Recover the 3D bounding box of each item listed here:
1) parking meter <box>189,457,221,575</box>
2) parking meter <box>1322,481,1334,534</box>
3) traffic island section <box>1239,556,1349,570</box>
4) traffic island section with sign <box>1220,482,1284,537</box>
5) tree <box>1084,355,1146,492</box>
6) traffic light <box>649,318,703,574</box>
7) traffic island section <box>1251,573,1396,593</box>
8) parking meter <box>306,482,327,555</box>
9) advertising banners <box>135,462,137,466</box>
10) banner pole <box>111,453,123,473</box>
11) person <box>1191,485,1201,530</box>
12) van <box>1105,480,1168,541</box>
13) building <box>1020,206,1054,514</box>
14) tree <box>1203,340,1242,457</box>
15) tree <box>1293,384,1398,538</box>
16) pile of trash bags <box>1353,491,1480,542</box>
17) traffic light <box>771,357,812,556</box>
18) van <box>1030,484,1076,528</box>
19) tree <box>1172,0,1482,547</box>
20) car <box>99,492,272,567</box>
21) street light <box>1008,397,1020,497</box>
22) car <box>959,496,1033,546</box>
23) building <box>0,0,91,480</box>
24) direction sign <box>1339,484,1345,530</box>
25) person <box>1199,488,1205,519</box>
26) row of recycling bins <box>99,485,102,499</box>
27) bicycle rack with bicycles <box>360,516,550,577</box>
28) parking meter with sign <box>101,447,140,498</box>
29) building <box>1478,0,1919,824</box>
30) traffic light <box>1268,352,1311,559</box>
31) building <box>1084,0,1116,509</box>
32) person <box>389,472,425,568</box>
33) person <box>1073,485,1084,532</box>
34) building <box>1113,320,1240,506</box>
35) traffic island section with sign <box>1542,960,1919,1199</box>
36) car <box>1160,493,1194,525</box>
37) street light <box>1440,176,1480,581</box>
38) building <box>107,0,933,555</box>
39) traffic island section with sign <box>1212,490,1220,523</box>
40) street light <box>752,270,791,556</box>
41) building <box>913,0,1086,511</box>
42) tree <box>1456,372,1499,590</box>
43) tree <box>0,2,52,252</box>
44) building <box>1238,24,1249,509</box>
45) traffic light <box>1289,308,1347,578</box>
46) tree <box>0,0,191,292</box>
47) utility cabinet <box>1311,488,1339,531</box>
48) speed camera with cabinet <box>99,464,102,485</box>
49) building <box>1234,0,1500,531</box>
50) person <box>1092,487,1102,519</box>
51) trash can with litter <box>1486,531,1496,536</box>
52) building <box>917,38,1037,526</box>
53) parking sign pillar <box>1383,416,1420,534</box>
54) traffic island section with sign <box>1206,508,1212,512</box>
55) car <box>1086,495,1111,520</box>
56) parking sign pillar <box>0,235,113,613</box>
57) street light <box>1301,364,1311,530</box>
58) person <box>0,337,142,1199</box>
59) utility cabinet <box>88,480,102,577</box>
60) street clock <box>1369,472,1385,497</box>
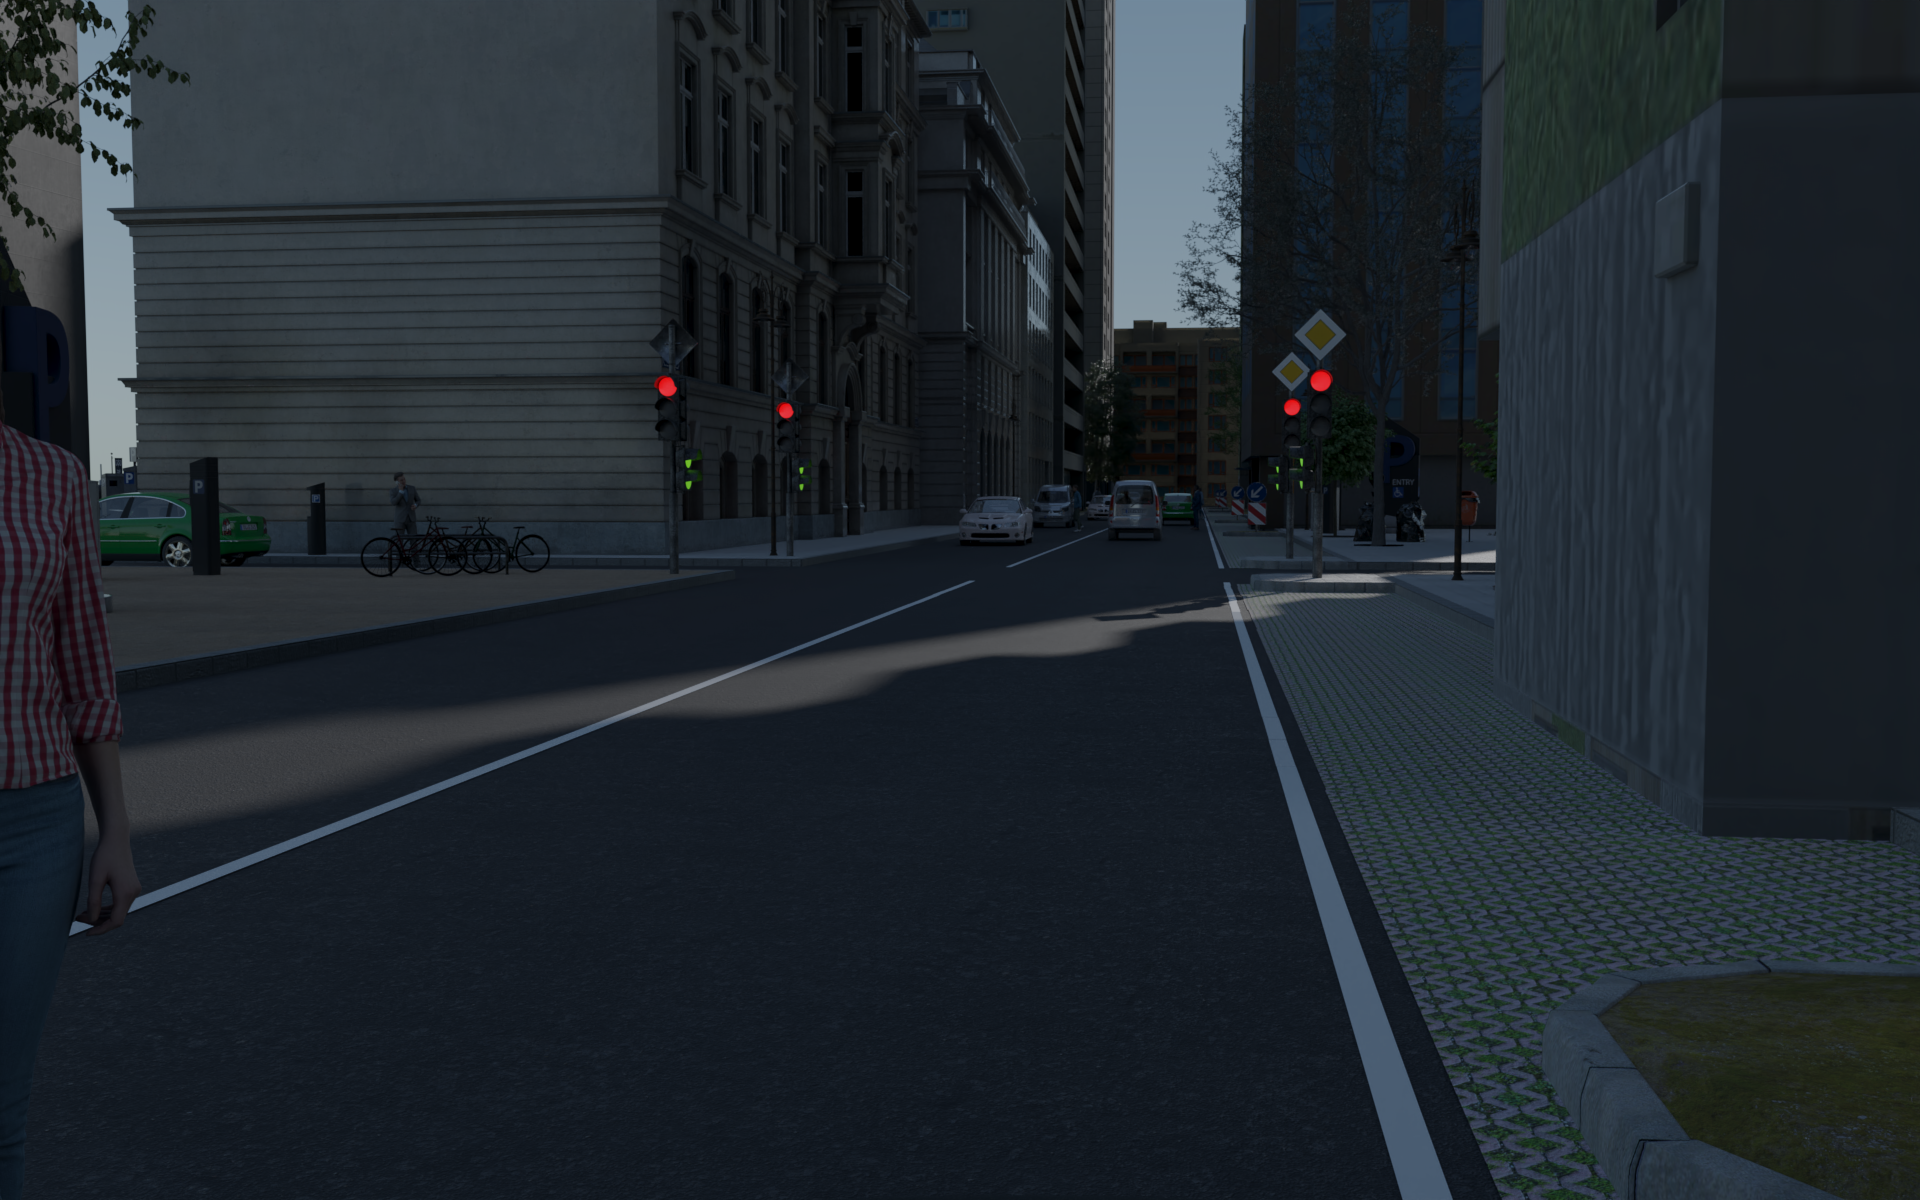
[{"bbox_3d":[-11.946,-1.326,27.398,0.399,1.863,0.255,1,4,21],"label":"parking meter"},{"bbox_3d":[11.915,-3.082,56.098,0.255,1.863,0.399,-2,4,-33],"label":"parking meter"},{"bbox_3d":[6.567,-0.741,34.395,2.009,0.180,2.903,0,4,8],"label":"traffic island section"},{"bbox_3d":[9.932,-3.066,58.764,1.989,1.847,2.006,0,4,8],"label":"traffic island section with sign"},{"bbox_3d":[12.626,-15.489,159.906,9.857,13.997,8.962,0,3,0],"label":"tree"},{"bbox_3d":[-4.576,-2.374,27.728,0.839,4.253,0.868,0,4,8],"label":"traffic light"},{"bbox_3d":[5.482,-0.257,26.484,2.009,0.180,2.903,0,4,8],"label":"traffic island section"},{"bbox_3d":[-13.540,-1.714,36.433,0.372,1.533,0.369,0,3,0],"label":"parking meter"},{"bbox_3d":[-40.284,-5.379,84.129,0.090,3.025,2.074,0,4,-7],"label":"advertising banners"},{"bbox_3d":[-51.129,-7.031,104.971,0.401,3.779,0.863,3,5,39],"label":"banner pole"},{"bbox_3d":[9.518,-3.735,69.754,0.419,1.800,0.721,0,4,1],"label":"person"},{"bbox_3d":[5.567,-2.925,54.829,2.013,2.044,4.112,0,4,7],"label":"van"},{"bbox_3d":[-0.350,-15.149,102.438,10.420,20.320,16.860,0,4,8],"label":"building"},{"bbox_3d":[19.975,-11.558,114.734,9.928,11.665,9.643,0,3,0],"label":"tree"},{"bbox_3d":[11.306,-4.157,51.676,4.285,4.588,4.351,0,3,0],"label":"tree"},{"bbox_3d":[12.299,-2.267,46.811,3.447,1.369,1.912,2,4,31],"label":"pile of trash bags"},{"bbox_3d":[-3.491,-2.857,35.639,0.839,4.253,0.868,0,4,8],"label":"traffic light"},{"bbox_3d":[4.093,-4.152,74.902,2.013,2.044,4.112,0,4,8],"label":"van"},{"bbox_3d":[10.302,-8.073,42.368,12.009,13.543,11.850,0,3,0],"label":"tree"},{"bbox_3d":[-15.457,-1.457,32.616,4.718,1.807,1.959,1,4,9],"label":"car"},{"bbox_3d":[2.565,-6.722,82.699,0.468,5.910,1.993,0,4,8],"label":"street light"},{"bbox_3d":[1.082,-2.290,49.804,2.083,1.381,4.827,0,4,6],"label":"car"},{"bbox_3d":[-39.245,-15.489,46.757,24.014,27.812,14.314,0,4,8],"label":"building"},{"bbox_3d":[13.451,-4.231,61.181,0.876,3.537,0.379,-1,4,-13],"label":"direction sign"},{"bbox_3d":[14.054,-5.643,101.023,0.793,1.790,0.793,3,5,44],"label":"person"},{"bbox_3d":[-38.095,-4.108,74.279,1.069,1.692,3.534,2,4,32],"label":"row of recycling bins"},{"bbox_3d":[-8.124,-0.894,27.994,2.925,0.926,2.852,-1,4,-18],"label":"bicycle rack with bicycles"},{"bbox_3d":[-31.128,-4.119,63.599,0.543,3.016,1.738,3,5,39],"label":"parking meter with sign"},{"bbox_3d":[10.967,-20.071,11.759,14.154,41.232,14.086,0,4,8],"label":"building"},{"bbox_3d":[6.529,-2.775,34.287,0.839,4.253,0.868,0,4,8],"label":"traffic light"},{"bbox_3d":[5.007,-45.124,176.022,20.611,71.187,20.563,0,4,8],"label":"building"},{"bbox_3d":[-10.372,-1.482,32.542,0.655,1.846,0.447,-3,4,-36],"label":"person"},{"bbox_3d":[4.508,-3.499,66.047,0.444,1.785,0.601,0,4,6],"label":"person"},{"bbox_3d":[22.764,-22.113,206.580,28.899,21.520,27.650,0,4,8],"label":"building"},{"bbox_3d":[2.371,0.302,3.688,1.989,1.847,2.006,0,4,8],"label":"traffic island section with sign"},{"bbox_3d":[10.112,-4.386,80.514,1.959,1.807,4.718,0,4,6],"label":"car"},{"bbox_3d":[7.398,-3.229,25.579,0.468,5.910,1.993,0,4,8],"label":"street light"},{"bbox_3d":[-8.979,-14.304,52.952,14.460,24.649,34.723,0,4,8],"label":"building"},{"bbox_3d":[13.577,-4.700,85.473,1.989,1.847,2.006,0,4,8],"label":"traffic island section with sign"},{"bbox_3d":[-3.885,-3.862,35.940,0.468,5.910,1.993,0,4,8],"label":"street light"},{"bbox_3d":[-2.510,-30.468,121.857,21.300,48.544,21.600,0,4,8],"label":"building"},{"bbox_3d":[7.677,-1.742,23.090,1.663,3.219,1.824,0,3,0],"label":"tree"},{"bbox_3d":[-13.307,-4.337,21.279,4.360,8.622,3.978,0,3,0],"label":"tree"},{"bbox_3d":[31.970,-28.766,153.912,14.154,41.232,14.086,0,4,8],"label":"building"},{"bbox_3d":[5.444,-2.291,26.375,0.839,4.253,0.868,0,4,8],"label":"traffic light"},{"bbox_3d":[-7.781,-3.784,12.228,4.737,8.622,4.395,0,3,0],"label":"tree"},{"bbox_3d":[12.592,-3.126,59.787,1.173,1.500,0.318,-3,5,-40],"label":"utility cabinet"},{"bbox_3d":[-55.953,-7.288,113.496,0.660,3.252,2.038,-2,4,-34],"label":"speed camera with cabinet"},{"bbox_3d":[18.521,-25.601,68.692,14.600,45.320,14.200,0,4,8],"label":"building"},{"bbox_3d":[7.995,-5.615,100.399,0.679,1.850,0.850,2,4,30],"label":"person"},{"bbox_3d":[16.955,-2.618,53.860,1.678,1.210,2.233,3,5,45],"label":"trash can with litter"},{"bbox_3d":[-4.109,-14.690,81.979,13.314,21.916,24.055,0,4,8],"label":"building"},{"bbox_3d":[14.334,-4.165,56.565,1.447,3.967,1.447,1,4,20],"label":"parking sign pillar"},{"bbox_3d":[20.431,-7.756,135.440,1.989,1.847,2.006,0,4,8],"label":"traffic island section with sign"},{"bbox_3d":[8.027,-5.100,95.751,2.083,1.381,4.827,0,4,7],"label":"car"},{"bbox_3d":[-9.886,-1.834,18.451,1.447,3.967,1.447,-1,4,-11],"label":"parking sign pillar"},{"bbox_3d":[12.362,-5.429,61.547,0.468,5.910,1.993,0,4,8],"label":"street light"},{"bbox_3d":[-1.484,0.368,2.499,0.388,1.821,0.555,2,4,34],"label":"person"},{"bbox_3d":[-12.950,-1.045,25.766,0.318,1.500,1.173,-2,4,-27],"label":"utility cabinet"},{"bbox_3d":[12.944,-3.014,53.848,0.471,2.002,0.358,1,4,16],"label":"street clock"}]
